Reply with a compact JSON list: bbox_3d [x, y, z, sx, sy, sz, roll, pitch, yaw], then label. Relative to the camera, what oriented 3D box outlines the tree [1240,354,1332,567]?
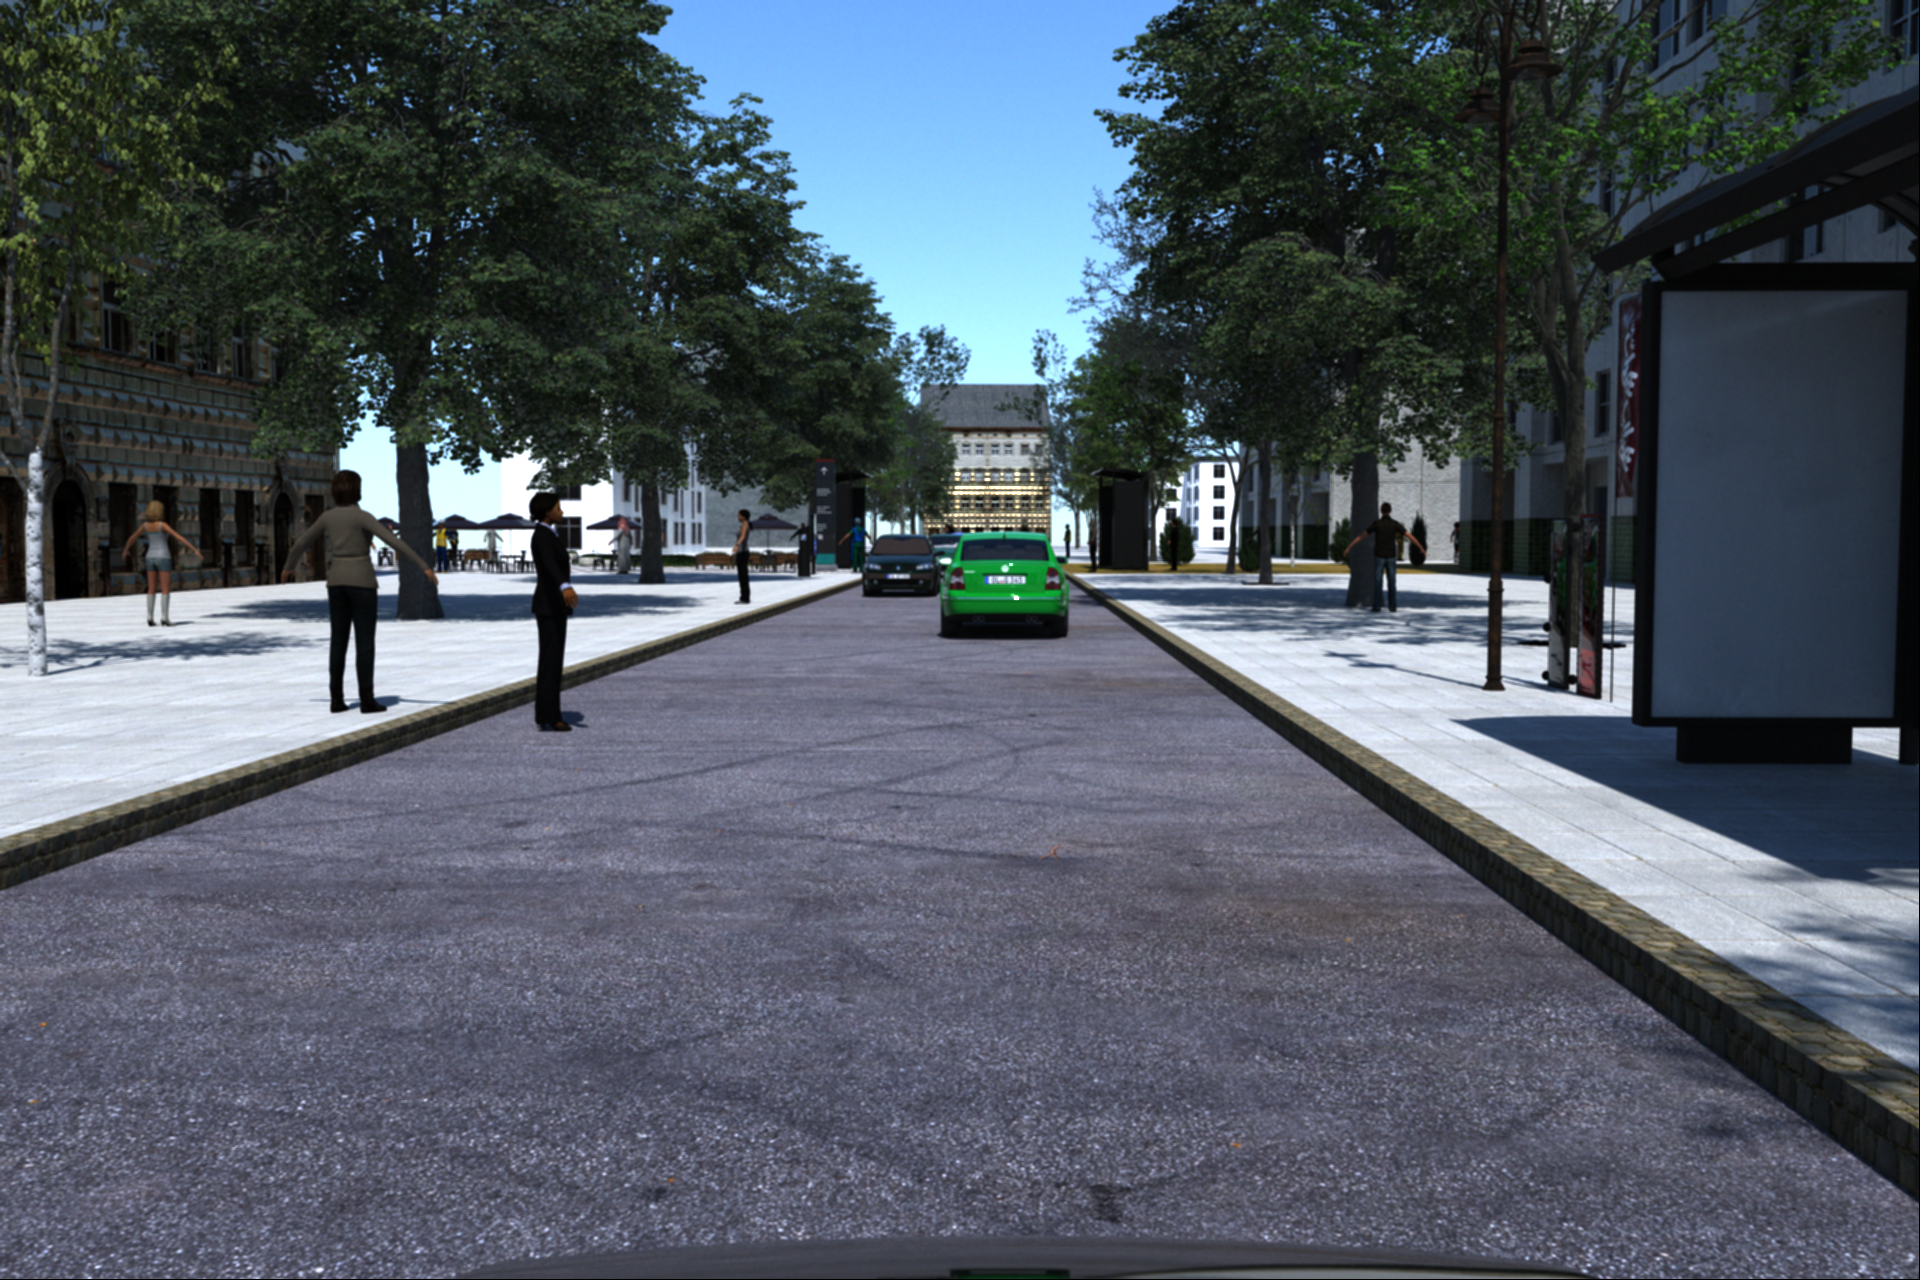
[{"bbox_3d":[13.043,-7.154,67.334,4.360,8.622,3.978,0,3,0],"label":"tree"}]

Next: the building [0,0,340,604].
[{"bbox_3d":[-26.577,-12.700,38.578,19.493,23.208,18.063,0,4,1],"label":"building"}]

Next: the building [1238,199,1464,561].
[{"bbox_3d":[26.332,-14.135,97.566,16.747,18.905,31.486,0,4,1],"label":"building"}]

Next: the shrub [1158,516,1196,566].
[{"bbox_3d":[8.839,-4.067,70.530,1.661,2.075,1.752,0,3,0],"label":"shrub"}]

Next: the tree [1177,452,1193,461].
[{"bbox_3d":[33.649,-20.930,252.572,12.009,13.543,11.850,0,3,0],"label":"tree"}]

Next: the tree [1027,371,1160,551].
[{"bbox_3d":[10.052,-13.321,128.172,12.009,13.543,11.850,0,3,0],"label":"tree"}]

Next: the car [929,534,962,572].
[{"bbox_3d":[-0.415,-2.850,58.394,2.131,1.459,4.920,0,4,1],"label":"car"}]

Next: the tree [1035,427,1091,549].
[{"bbox_3d":[10.275,-13.193,150.109,8.767,10.594,7.601,1,4,20],"label":"tree"}]

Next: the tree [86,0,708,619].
[{"bbox_3d":[-8.185,-7.288,25.815,9.857,13.997,8.962,0,3,0],"label":"tree"}]

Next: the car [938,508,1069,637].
[{"bbox_3d":[0.641,-1.022,25.498,1.959,1.807,4.718,0,4,1],"label":"car"}]

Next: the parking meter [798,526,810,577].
[{"bbox_3d":[-4.665,-2.655,51.827,0.372,1.533,0.369,0,3,0],"label":"parking meter"}]

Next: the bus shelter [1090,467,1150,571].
[{"bbox_3d":[5.870,-4.442,63.907,1.731,3.624,6.357,0,3,0],"label":"bus shelter"}]

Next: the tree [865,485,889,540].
[{"bbox_3d":[-12.734,-19.487,253.016,7.601,10.594,8.767,0,4,-2],"label":"tree"}]

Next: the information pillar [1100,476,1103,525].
[{"bbox_3d":[5.720,-4.821,70.170,0.183,3.616,0.504,0,4,2],"label":"information pillar"}]

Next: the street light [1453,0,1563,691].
[{"bbox_3d":[4.392,-2.525,14.071,0.468,5.910,1.993,0,4,2],"label":"street light"}]

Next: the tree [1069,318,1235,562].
[{"bbox_3d":[9.096,-9.421,79.784,9.928,11.665,9.643,0,3,0],"label":"tree"}]

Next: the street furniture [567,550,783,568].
[{"bbox_3d":[-12.378,-3.332,70.108,10.072,0.657,5.734,2,4,34],"label":"street furniture"}]

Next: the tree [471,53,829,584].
[{"bbox_3d":[-8.057,-8.435,44.564,9.857,13.997,8.962,0,3,0],"label":"tree"}]

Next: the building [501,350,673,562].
[{"bbox_3d":[-19.654,-9.171,92.097,9.099,9.664,28.070,0,4,2],"label":"building"}]

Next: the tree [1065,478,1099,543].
[{"bbox_3d":[18.857,-20.029,253.226,9.928,11.665,9.643,0,3,0],"label":"tree"}]

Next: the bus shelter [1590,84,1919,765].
[{"bbox_3d":[4.512,-0.808,7.128,2.014,3.302,5.546,0,4,2],"label":"bus shelter"}]

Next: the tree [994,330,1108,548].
[{"bbox_3d":[9.690,-18.686,161.401,12.611,20.169,13.585,0,3,0],"label":"tree"}]

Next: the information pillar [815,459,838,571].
[{"bbox_3d":[-4.658,-4.323,60.064,0.750,3.857,0.750,0,4,2],"label":"information pillar"}]

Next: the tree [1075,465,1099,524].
[{"bbox_3d":[10.737,-11.730,142.143,4.360,8.622,3.978,0,3,0],"label":"tree"}]

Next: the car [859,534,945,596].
[{"bbox_3d":[-1.349,-1.910,41.021,2.009,1.686,4.222,0,4,1],"label":"car"}]

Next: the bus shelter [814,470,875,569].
[{"bbox_3d":[-4.393,-4.607,66.604,1.731,3.624,6.357,0,4,2],"label":"bus shelter"}]

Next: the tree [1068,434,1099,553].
[{"bbox_3d":[9.414,-10.230,117.620,4.360,8.622,3.978,0,3,0],"label":"tree"}]

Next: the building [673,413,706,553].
[{"bbox_3d":[-23.080,-11.314,127.123,9.099,9.664,28.070,0,4,2],"label":"building"}]

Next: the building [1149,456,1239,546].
[{"bbox_3d":[26.716,-15.749,199.645,9.099,9.664,28.070,0,4,1],"label":"building"}]

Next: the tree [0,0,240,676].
[{"bbox_3d":[-8.490,-3.991,15.611,4.737,8.622,4.395,0,3,0],"label":"tree"}]

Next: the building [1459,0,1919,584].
[{"bbox_3d":[25.536,-10.916,44.931,16.747,18.905,31.486,0,4,2],"label":"building"}]

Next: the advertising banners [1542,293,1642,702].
[{"bbox_3d":[4.968,-1.066,13.615,0.090,3.025,2.074,0,4,1],"label":"advertising banners"}]

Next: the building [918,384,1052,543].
[{"bbox_3d":[3.305,-25.607,252.062,18.063,23.208,19.493,0,4,-3],"label":"building"}]

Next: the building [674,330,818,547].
[{"bbox_3d":[-22.196,-21.288,178.981,19.493,23.208,18.063,0,4,2],"label":"building"}]

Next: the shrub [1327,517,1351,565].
[{"bbox_3d":[16.096,-4.137,72.052,1.690,2.028,1.600,0,3,0],"label":"shrub"}]

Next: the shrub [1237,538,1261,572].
[{"bbox_3d":[9.751,-2.871,58.058,1.383,1.207,1.383,0,3,0],"label":"shrub"}]

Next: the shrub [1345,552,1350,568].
[{"bbox_3d":[13.674,-2.950,59.346,1.383,1.207,1.383,0,3,0],"label":"shrub"}]
